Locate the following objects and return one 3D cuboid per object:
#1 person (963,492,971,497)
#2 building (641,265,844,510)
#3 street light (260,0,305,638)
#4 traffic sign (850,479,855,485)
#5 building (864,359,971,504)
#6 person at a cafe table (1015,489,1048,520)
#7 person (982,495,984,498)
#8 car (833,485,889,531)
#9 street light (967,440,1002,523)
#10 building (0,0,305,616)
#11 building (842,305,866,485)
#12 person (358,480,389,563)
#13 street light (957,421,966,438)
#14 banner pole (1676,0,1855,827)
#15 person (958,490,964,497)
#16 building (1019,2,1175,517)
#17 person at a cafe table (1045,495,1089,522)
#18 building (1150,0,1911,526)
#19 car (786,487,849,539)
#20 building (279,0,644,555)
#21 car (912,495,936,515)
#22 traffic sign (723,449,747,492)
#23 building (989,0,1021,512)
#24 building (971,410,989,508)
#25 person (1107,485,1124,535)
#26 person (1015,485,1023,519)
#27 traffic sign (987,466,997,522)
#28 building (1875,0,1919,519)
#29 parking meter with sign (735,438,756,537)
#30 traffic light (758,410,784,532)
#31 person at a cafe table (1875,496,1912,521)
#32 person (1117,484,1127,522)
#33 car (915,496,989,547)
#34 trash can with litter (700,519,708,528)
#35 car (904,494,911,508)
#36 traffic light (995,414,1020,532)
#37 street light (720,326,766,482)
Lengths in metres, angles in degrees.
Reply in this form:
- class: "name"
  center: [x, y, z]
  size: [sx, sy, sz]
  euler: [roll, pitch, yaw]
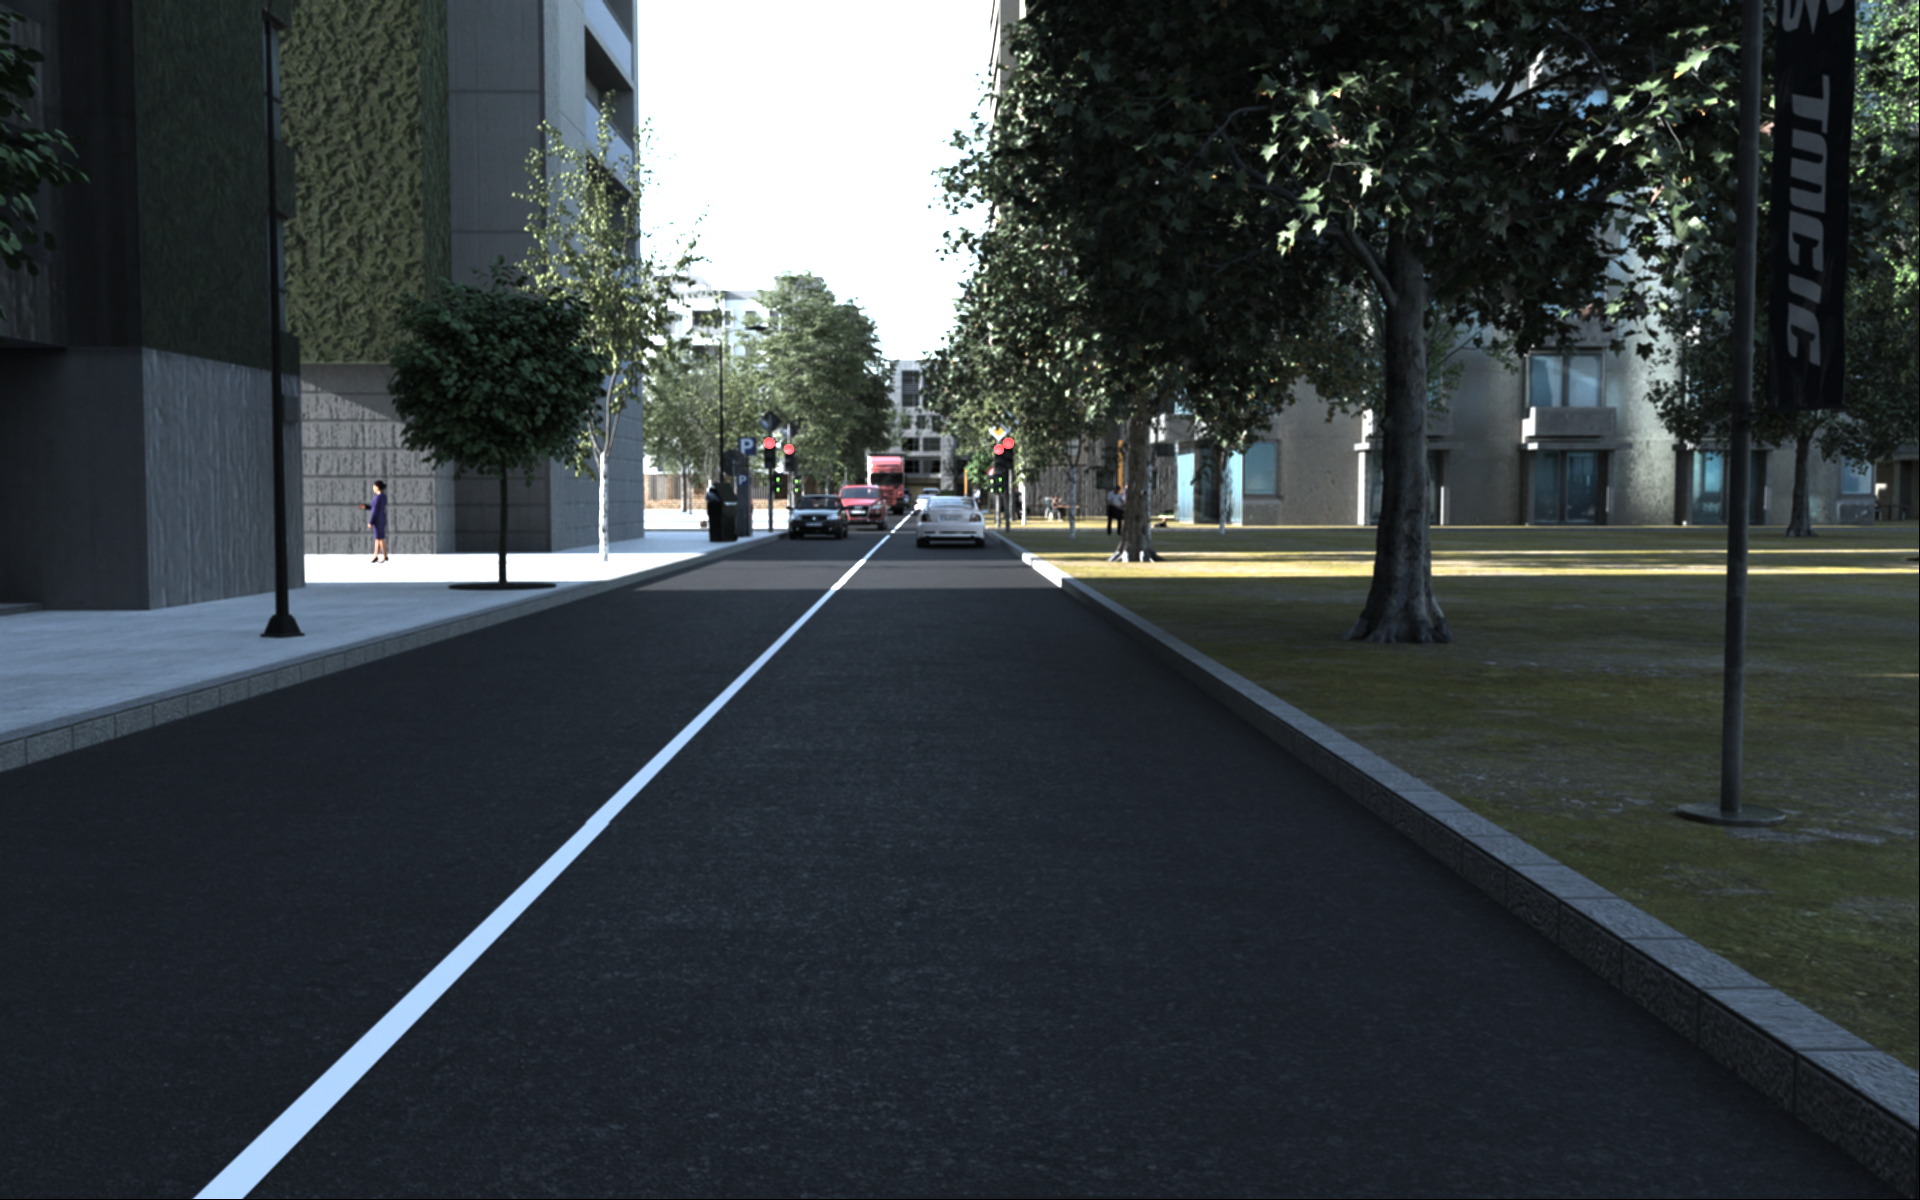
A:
- class: "person"
  center: [0.640, -9.779, 166.871]
  size: [0.756, 1.711, 0.436]
  euler: [-1, 4, -16]
- class: "building"
  center: [-18.400, -17.815, 147.702]
  size: [16.016, 20.091, 11.380]
  euler: [0, 4, -1]
- class: "street light"
  center: [-5.574, -2.625, 15.459]
  size: [1.470, 5.913, 1.316]
  euler: [0, 4, -1]
- class: "traffic sign"
  center: [-7.914, -7.624, 124.762]
  size: [0.768, 2.556, 0.104]
  euler: [0, 4, 3]
- class: "building"
  center: [-9.421, -22.556, 235.249]
  size: [31.486, 18.905, 16.747]
  euler: [0, 4, -1]
- class: "person at a cafe table"
  center: [3.467, -4.749, 86.160]
  size: [1.622, 1.524, 1.698]
  euler: [1, 4, 9]
- class: "person"
  center: [1.716, -9.729, 165.122]
  size: [1.348, 1.824, 0.705]
  euler: [2, 4, 34]
- class: "car"
  center: [-3.965, -3.716, 69.424]
  size: [2.281, 1.827, 5.304]
  euler: [0, 4, -1]
- class: "street light"
  center: [1.143, -6.349, 76.352]
  size: [1.470, 5.913, 1.316]
  euler: [0, 4, -1]
- class: "building"
  center: [-15.920, -14.939, 15.959]
  size: [14.160, 30.474, 14.107]
  euler: [0, 4, -1]
- class: "building"
  center: [-27.693, -21.829, 200.876]
  size: [32.646, 21.610, 27.936]
  euler: [0, 4, -1]
- class: "person"
  center: [-10.884, -1.449, 32.106]
  size: [0.546, 1.535, 0.453]
  euler: [-1, 4, -14]
- class: "street light"
  center: [0.692, -8.323, 108.630]
  size: [1.470, 5.913, 1.316]
  euler: [0, 4, -1]
- class: "banner pole"
  center: [3.085, -1.010, 6.525]
  size: [0.401, 3.779, 0.863]
  euler: [0, 4, -7]
- class: "person"
  center: [0.108, -9.943, 170.087]
  size: [0.593, 1.643, 0.415]
  euler: [-1, 4, -9]
- class: "building"
  center: [10.557, -25.747, 104.564]
  size: [14.154, 41.232, 14.086]
  euler: [0, 4, -1]
- class: "person at a cafe table"
  center: [5.000, -4.313, 81.384]
  size: [1.726, 1.238, 1.698]
  euler: [1, 4, 18]
- class: "building"
  center: [23.902, -28.025, 77.824]
  size: [30.456, 49.044, 23.786]
  euler: [0, 4, -1]
- class: "car"
  center: [-4.579, -2.840, 56.219]
  size: [2.009, 1.686, 4.222]
  euler: [0, 4, 0]
- class: "building"
  center: [-23.231, -30.739, 44.583]
  size: [28.212, 58.520, 21.231]
  euler: [0, 4, -1]
- class: "car"
  center: [-2.294, -6.563, 119.665]
  size: [2.083, 1.381, 4.827]
  euler: [0, 4, -1]
- class: "traffic sign"
  center: [-6.454, -3.008, 49.282]
  size: [0.768, 2.556, 0.104]
  euler: [0, 4, 4]
- class: "building"
  center: [13.170, -30.977, 130.182]
  size: [21.300, 48.544, 21.600]
  euler: [0, 4, -1]
- class: "building"
  center: [15.111, -21.742, 199.456]
  size: [27.936, 21.610, 32.646]
  euler: [0, 4, -1]
- class: "person"
  center: [4.848, -2.783, 53.760]
  size: [0.614, 1.554, 0.590]
  euler: [-2, 4, -24]
- class: "person"
  center: [2.865, -5.023, 88.975]
  size: [0.445, 1.727, 0.742]
  euler: [3, 5, 40]
- class: "traffic sign"
  center: [1.604, -4.796, 78.520]
  size: [0.768, 2.556, 0.104]
  euler: [0, 4, 8]
- class: "building"
  center: [59.005, -24.082, 85.618]
  size: [23.993, 40.220, 32.217]
  euler: [0, 4, -1]
- class: "parking meter with sign"
  center: [-6.580, -3.446, 52.602]
  size: [0.543, 3.016, 1.738]
  euler: [0, 4, 1]
- class: "traffic light"
  center: [-6.347, -4.233, 58.136]
  size: [0.839, 4.253, 0.868]
  euler: [0, 4, -1]
- class: "person at a cafe table"
  center: [44.476, -4.439, 83.436]
  size: [1.726, 1.238, 1.698]
  euler: [0, 4, -7]
- class: "person"
  center: [7.505, -4.418, 78.721]
  size: [0.683, 1.767, 0.568]
  euler: [0, 4, -3]
- class: "car"
  center: [-0.232, -2.174, 47.904]
  size: [2.083, 1.381, 4.827]
  euler: [0, 4, 1]
- class: "trash can with litter"
  center: [-9.449, -3.328, 65.804]
  size: [1.055, 1.170, 0.624]
  euler: [0, 4, -5]
- class: "car"
  center: [-6.027, -10.044, 176.015]
  size: [2.131, 1.459, 4.920]
  euler: [0, 4, -2]
- class: "traffic light"
  center: [1.593, -4.242, 58.284]
  size: [0.839, 4.253, 0.868]
  euler: [0, 4, -1]
- class: "street light"
  center: [-6.062, -4.613, 47.960]
  size: [1.470, 5.913, 1.316]
  euler: [0, 4, -1]
